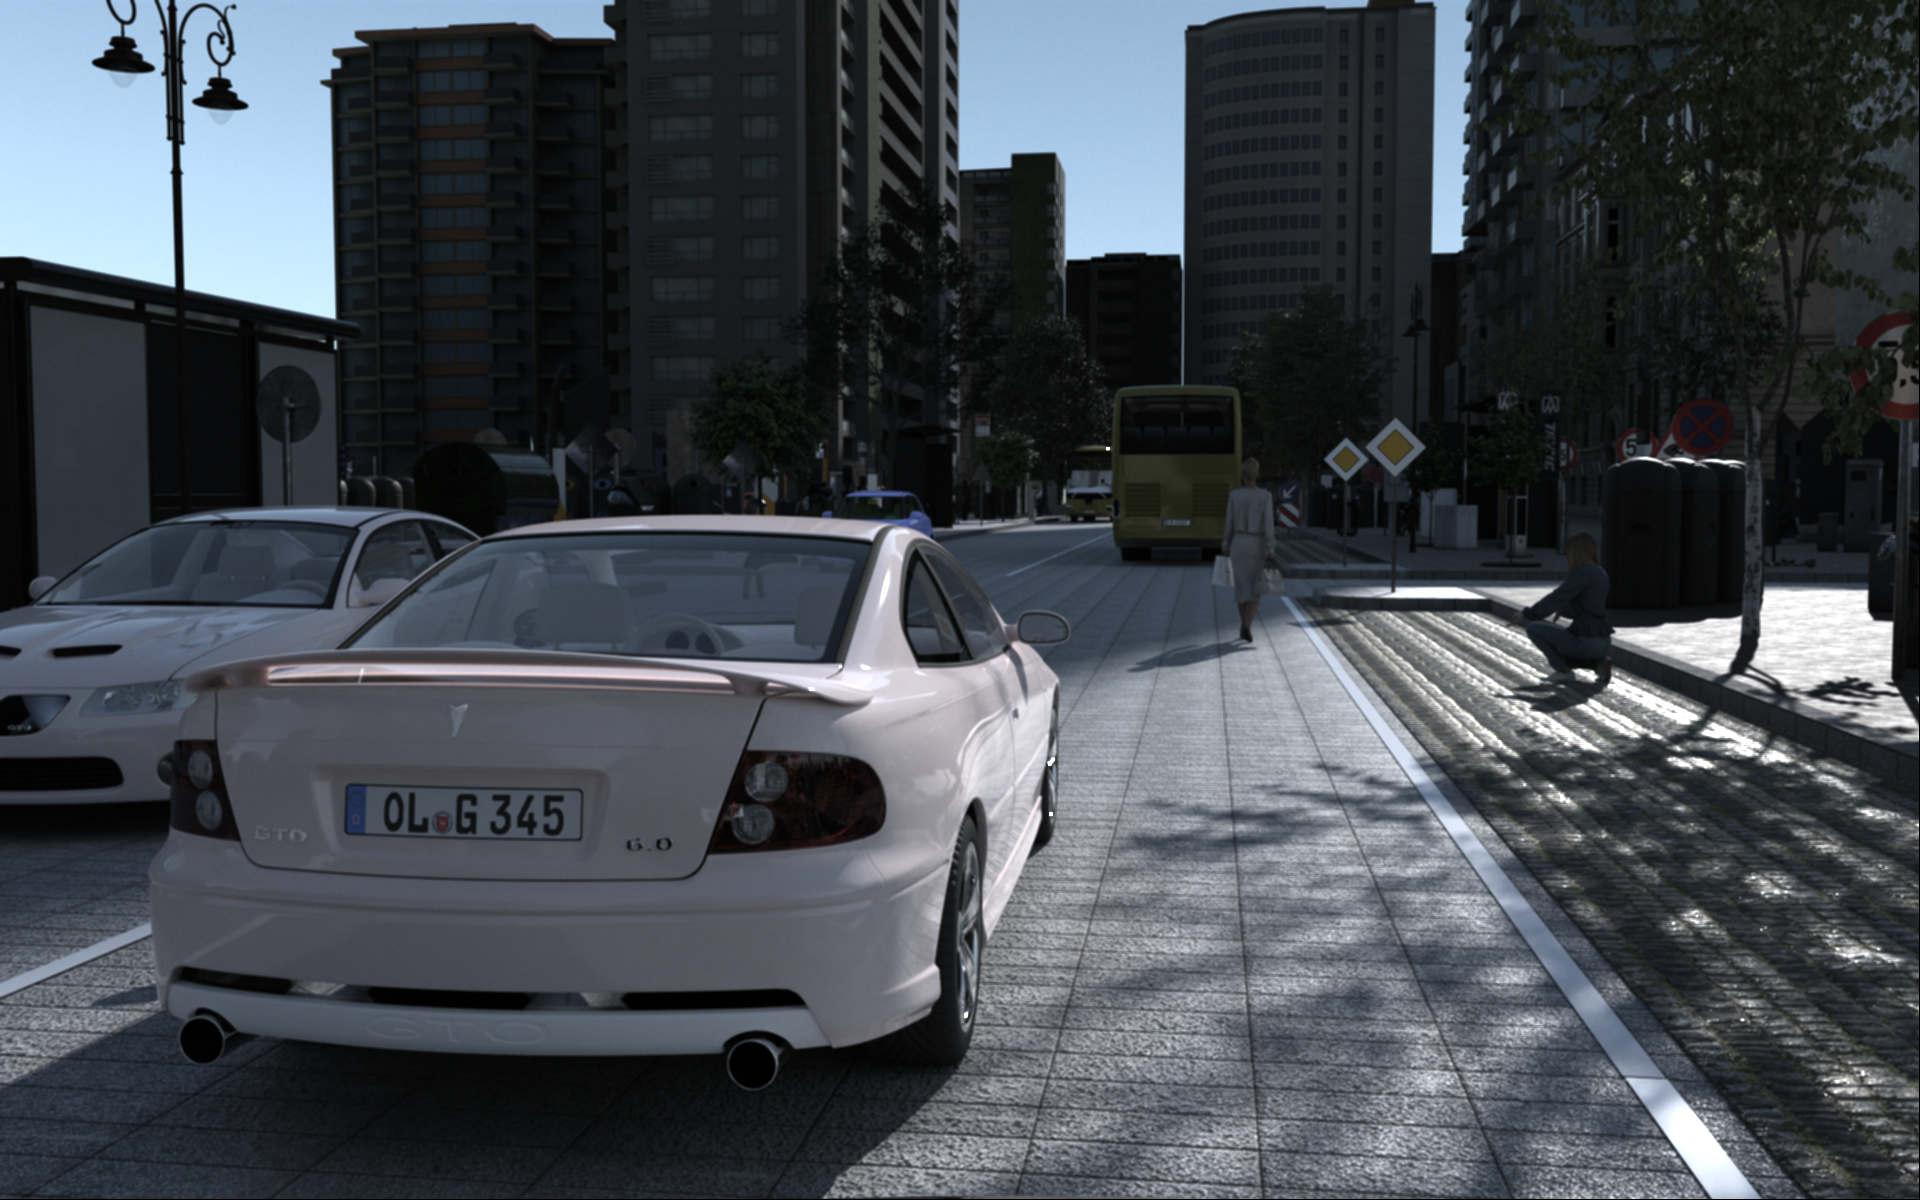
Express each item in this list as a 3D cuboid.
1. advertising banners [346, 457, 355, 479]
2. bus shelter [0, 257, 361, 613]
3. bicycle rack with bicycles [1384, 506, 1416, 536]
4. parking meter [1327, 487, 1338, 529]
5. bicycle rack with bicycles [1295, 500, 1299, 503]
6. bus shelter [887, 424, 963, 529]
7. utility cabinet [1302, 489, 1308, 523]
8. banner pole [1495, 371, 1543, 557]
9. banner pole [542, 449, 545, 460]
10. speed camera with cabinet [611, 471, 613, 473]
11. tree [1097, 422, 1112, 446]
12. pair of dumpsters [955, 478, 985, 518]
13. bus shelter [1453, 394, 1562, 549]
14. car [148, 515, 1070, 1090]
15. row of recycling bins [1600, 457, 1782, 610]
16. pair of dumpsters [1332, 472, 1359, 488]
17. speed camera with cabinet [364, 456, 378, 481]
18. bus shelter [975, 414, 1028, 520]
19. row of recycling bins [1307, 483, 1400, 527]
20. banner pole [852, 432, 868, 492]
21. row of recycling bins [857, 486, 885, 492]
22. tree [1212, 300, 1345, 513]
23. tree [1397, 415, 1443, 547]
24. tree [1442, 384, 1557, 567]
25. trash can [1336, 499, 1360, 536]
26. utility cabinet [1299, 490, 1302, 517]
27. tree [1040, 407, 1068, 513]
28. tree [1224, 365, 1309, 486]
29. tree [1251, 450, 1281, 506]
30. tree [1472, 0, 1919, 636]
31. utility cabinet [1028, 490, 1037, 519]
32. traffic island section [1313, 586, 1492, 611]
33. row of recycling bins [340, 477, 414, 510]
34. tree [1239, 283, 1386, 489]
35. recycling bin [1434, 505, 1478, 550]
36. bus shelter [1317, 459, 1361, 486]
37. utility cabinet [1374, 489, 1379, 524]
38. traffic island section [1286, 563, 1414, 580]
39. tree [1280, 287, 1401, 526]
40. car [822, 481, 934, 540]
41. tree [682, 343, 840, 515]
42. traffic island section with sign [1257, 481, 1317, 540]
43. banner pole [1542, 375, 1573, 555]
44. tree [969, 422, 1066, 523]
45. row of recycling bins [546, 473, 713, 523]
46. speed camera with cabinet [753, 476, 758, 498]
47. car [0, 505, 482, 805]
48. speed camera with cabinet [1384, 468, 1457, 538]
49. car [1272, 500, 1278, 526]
[{"bbox_3d":[-27.862,-5.198,81.176,2.074,3.025,0.090,0,4,4],"label":"advertising banners"},{"bbox_3d":[-8.987,-2.404,16.939,2.179,5.291,8.768,1,4,8],"label":"bus shelter"},{"bbox_3d":[14.044,-2.429,53.095,2.852,0.926,2.925,3,5,39],"label":"bicycle rack with bicycles"},{"bbox_3d":[13.578,-3.350,63.183,0.372,1.533,0.369,0,3,0],"label":"parking meter"},{"bbox_3d":[20.937,-5.500,103.303,2.852,0.926,2.925,1,4,20],"label":"bicycle rack with bicycles"},{"bbox_3d":[-1.198,-4.277,61.217,1.731,3.624,6.357,1,4,8],"label":"bus shelter"},{"bbox_3d":[15.235,-4.068,75.199,0.318,1.500,1.173,0,4,0],"label":"utility cabinet"},{"bbox_3d":[11.331,-2.777,35.415,0.863,3.779,0.401,0,4,-1],"label":"banner pole"},{"bbox_3d":[-23.186,-6.521,96.627,0.401,3.779,0.863,0,4,4],"label":"banner pole"},{"bbox_3d":[-14.202,-4.360,65.627,2.038,3.252,0.660,0,4,5],"label":"speed camera with cabinet"},{"bbox_3d":[15.133,-13.656,173.633,4.360,8.622,3.978,0,3,0],"label":"tree"},{"bbox_3d":[0.607,-5.547,93.188,1.574,2.255,4.437,0,4,8],"label":"pair of dumpsters"},{"bbox_3d":[13.773,-3.213,43.818,1.731,3.624,6.357,1,4,8],"label":"bus shelter"},{"bbox_3d":[-0.707,0.400,5.821,2.083,1.381,4.827,0,4,7],"label":"car"},{"bbox_3d":[8.649,-0.819,20.511,1.069,1.692,3.534,3,5,43],"label":"row of recycling bins"},{"bbox_3d":[16.970,-4.605,77.784,1.574,2.255,4.437,0,4,8],"label":"pair of dumpsters"},{"bbox_3d":[-30.635,-5.944,91.513,0.660,3.252,2.038,1,4,17],"label":"speed camera with cabinet"},{"bbox_3d":[2.213,-6.821,89.163,2.179,5.291,8.768,0,4,8],"label":"bus shelter"},{"bbox_3d":[15.276,-3.681,67.303,3.534,1.692,1.069,1,4,16],"label":"row of recycling bins"},{"bbox_3d":[-4.085,-4.890,69.966,0.863,3.779,0.401,2,4,28],"label":"banner pole"},{"bbox_3d":[-4.387,-4.772,85.138,1.069,1.692,3.534,1,4,13],"label":"row of recycling bins"},{"bbox_3d":[21.672,-12.775,115.521,9.857,13.997,8.962,0,3,0],"label":"tree"},{"bbox_3d":[11.403,-2.922,42.384,1.663,3.219,1.824,0,3,0],"label":"tree"},{"bbox_3d":[9.684,-2.215,30.809,1.663,3.219,1.824,0,3,0],"label":"tree"},{"bbox_3d":[11.818,-2.519,52.837,0.748,1.137,0.748,0,3,0],"label":"trash can"},{"bbox_3d":[19.599,-5.441,97.638,1.173,1.500,0.318,-3,5,-40],"label":"utility cabinet"},{"bbox_3d":[6.820,-10.276,118.368,4.360,8.622,3.978,0,3,0],"label":"tree"},{"bbox_3d":[24.178,-12.931,137.172,9.928,11.665,9.643,0,3,0],"label":"tree"},{"bbox_3d":[26.161,-11.867,144.388,4.737,8.622,4.395,0,3,0],"label":"tree"},{"bbox_3d":[7.001,-3.976,15.377,4.737,8.622,4.395,0,3,0],"label":"tree"},{"bbox_3d":[3.694,-4.849,87.966,0.318,1.500,1.173,1,4,9],"label":"utility cabinet"},{"bbox_3d":[5.677,-0.021,22.619,2.009,0.180,2.903,0,4,8],"label":"traffic island section"},{"bbox_3d":[-14.174,-2.108,41.579,1.069,1.692,3.534,1,4,21],"label":"row of recycling bins"},{"bbox_3d":[18.937,-10.704,93.140,7.486,12.596,7.792,0,3,0],"label":"tree"},{"bbox_3d":[11.467,-1.683,40.066,0.722,1.027,0.722,-2,4,-34],"label":"recycling bin"},{"bbox_3d":[18.188,-5.443,82.918,2.014,3.302,5.546,1,4,8],"label":"bus shelter"},{"bbox_3d":[18.233,-3.995,74.002,1.173,1.500,0.318,-1,4,-23],"label":"utility cabinet"},{"bbox_3d":[6.801,-0.504,30.524,2.009,0.180,2.903,0,4,8],"label":"traffic island section"},{"bbox_3d":[13.431,-6.751,60.739,4.360,8.622,3.978,0,3,0],"label":"tree"},{"bbox_3d":[-1.583,-1.432,32.999,1.945,1.707,3.694,1,4,9],"label":"car"},{"bbox_3d":[-4.342,-3.295,37.586,4.285,4.588,4.351,0,3,0],"label":"tree"},{"bbox_3d":[10.288,-2.829,54.876,1.989,1.847,2.006,0,4,8],"label":"traffic island section with sign"},{"bbox_3d":[12.683,-2.861,36.798,0.863,3.779,0.401,3,4,38],"label":"banner pole"},{"bbox_3d":[2.034,-5.813,78.748,4.285,4.588,4.351,0,3,0],"label":"tree"},{"bbox_3d":[-6.621,-1.677,34.534,3.534,1.692,1.069,1,4,10],"label":"row of recycling bins"},{"bbox_3d":[-8.122,-4.729,71.652,0.660,3.252,2.038,-1,4,-13],"label":"speed camera with cabinet"},{"bbox_3d":[-3.694,0.183,9.374,2.083,1.381,4.827,0,4,7],"label":"car"},{"bbox_3d":[13.576,-3.468,51.033,2.038,3.252,0.660,1,4,22],"label":"speed camera with cabinet"},{"bbox_3d":[13.326,-4.035,77.978,2.014,1.417,4.499,0,4,8],"label":"car"}]
